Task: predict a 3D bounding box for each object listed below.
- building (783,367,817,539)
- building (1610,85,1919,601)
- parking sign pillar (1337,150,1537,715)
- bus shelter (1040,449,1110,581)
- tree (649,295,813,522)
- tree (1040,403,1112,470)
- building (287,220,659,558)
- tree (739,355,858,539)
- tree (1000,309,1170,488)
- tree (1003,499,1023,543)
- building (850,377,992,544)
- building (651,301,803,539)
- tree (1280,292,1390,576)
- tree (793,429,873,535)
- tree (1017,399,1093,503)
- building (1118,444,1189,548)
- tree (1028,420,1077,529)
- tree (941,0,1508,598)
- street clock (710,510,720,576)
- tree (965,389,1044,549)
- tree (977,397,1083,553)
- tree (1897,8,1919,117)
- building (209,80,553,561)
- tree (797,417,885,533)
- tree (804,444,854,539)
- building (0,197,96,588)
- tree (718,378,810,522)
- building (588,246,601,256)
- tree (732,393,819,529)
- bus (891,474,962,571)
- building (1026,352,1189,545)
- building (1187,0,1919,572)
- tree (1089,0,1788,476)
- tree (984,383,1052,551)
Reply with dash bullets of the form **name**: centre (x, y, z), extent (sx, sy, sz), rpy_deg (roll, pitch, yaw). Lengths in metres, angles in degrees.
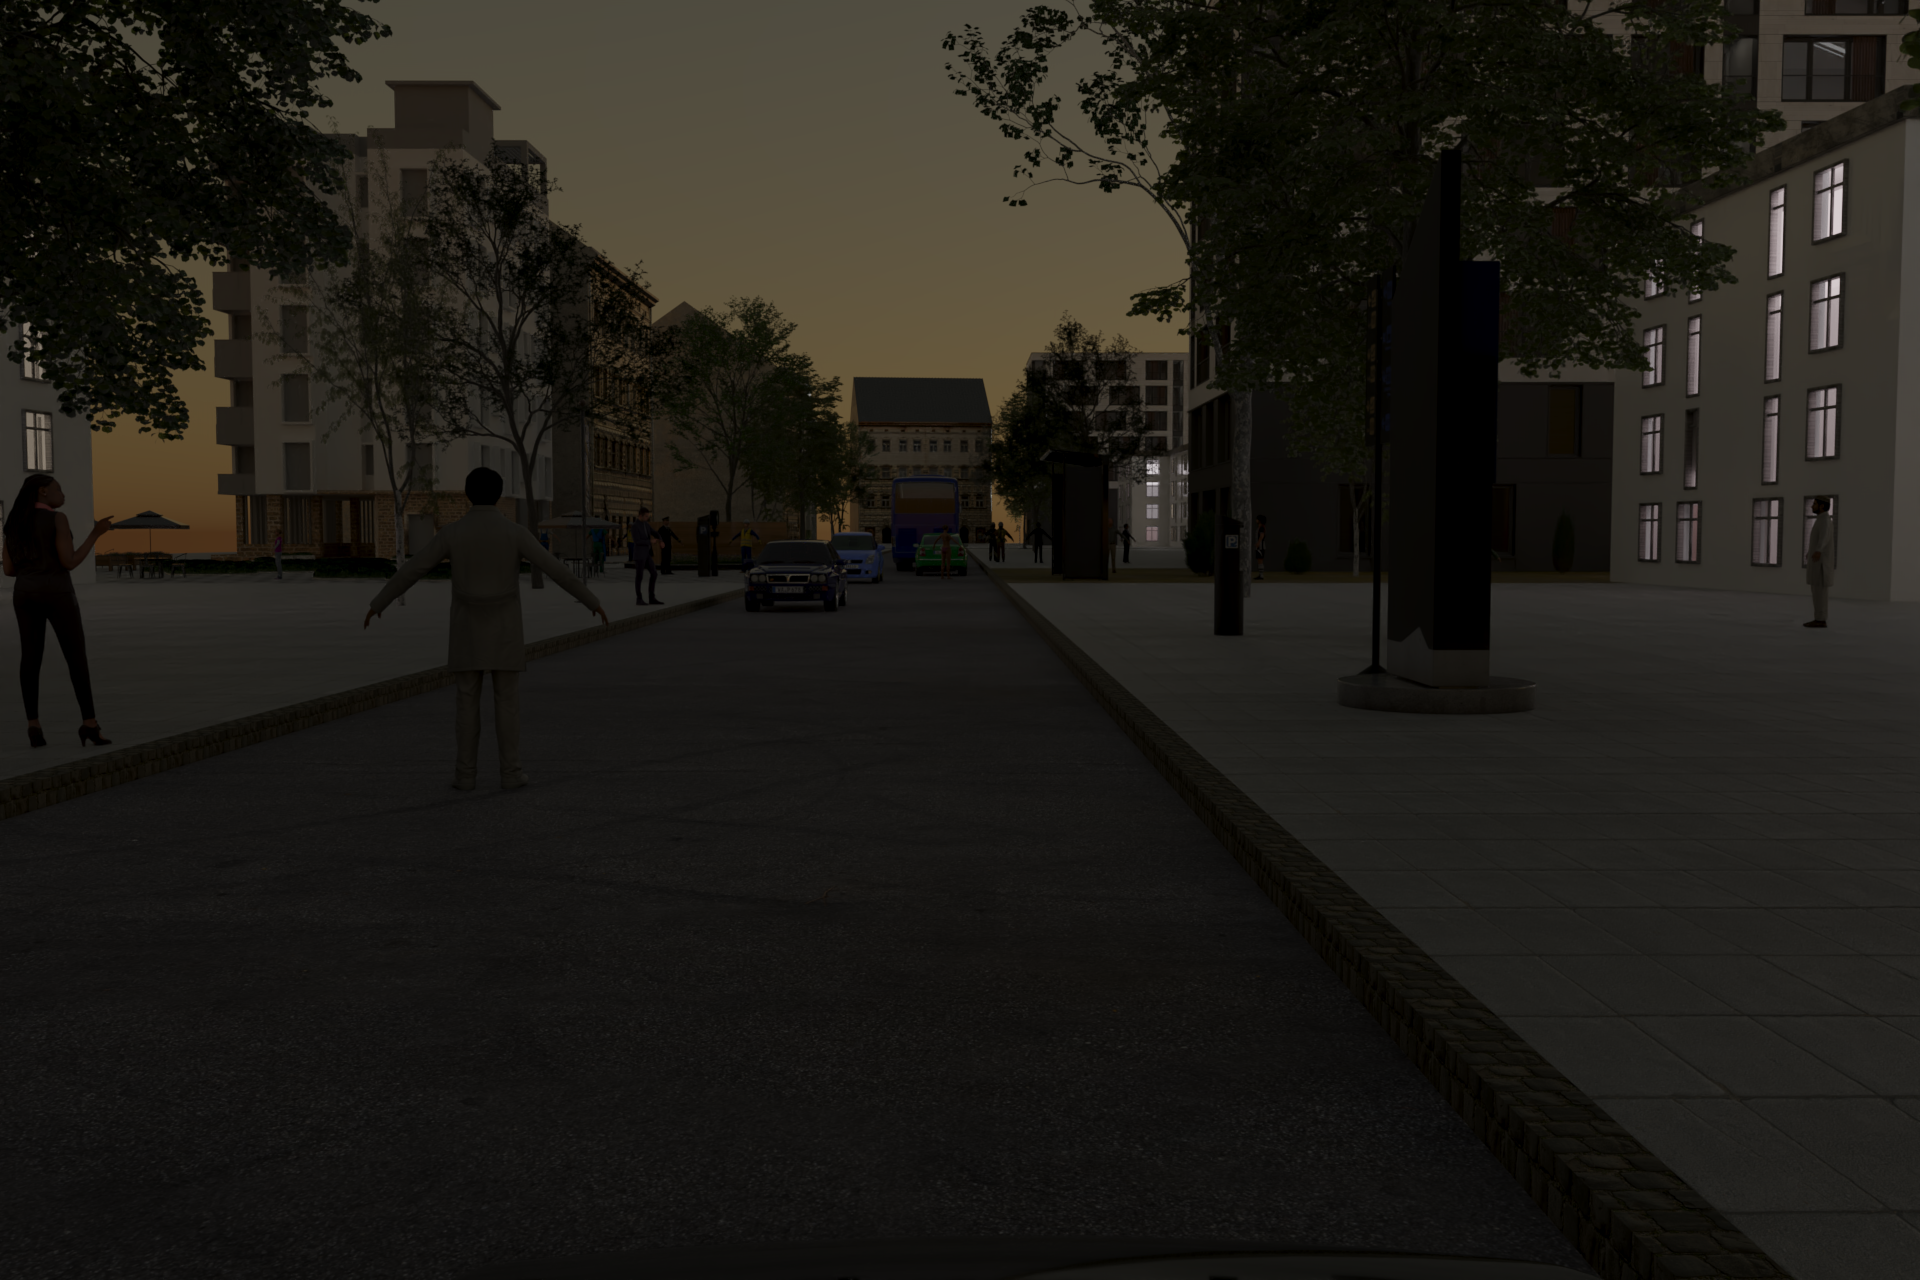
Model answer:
- **building**: centre (-26.251, -20.347, 199.133), extent (16.747, 18.905, 31.486), rpy_deg (0, 4, 0)
- **building**: centre (22.136, -5.540, 32.721), extent (9.099, 9.664, 28.070), rpy_deg (0, 4, -1)
- **parking sign pillar**: centre (3.572, -1.494, 12.901), extent (1.447, 3.967, 1.447), rpy_deg (0, 4, -1)
- **bus shelter**: centre (3.343, -3.637, 50.745), extent (1.731, 3.624, 6.357), rpy_deg (0, 4, 0)
- **tree**: centre (-9.932, -9.119, 74.850), extent (9.928, 11.665, 9.643), rpy_deg (0, 3, 0)
- **tree**: centre (6.189, -8.742, 93.299), extent (4.737, 8.622, 4.395), rpy_deg (0, 3, 0)
- **building**: centre (-29.189, -16.630, 102.833), extent (19.493, 23.208, 18.063), rpy_deg (0, 4, 0)
- **tree**: centre (-10.323, -11.735, 109.986), extent (7.486, 12.596, 7.792), rpy_deg (0, 3, 0)
- **tree**: centre (5.171, -8.448, 72.540), extent (7.601, 10.594, 8.767), rpy_deg (0, 4, 1)
- **tree**: centre (8.056, -17.708, 239.883), extent (4.737, 8.622, 4.395), rpy_deg (0, 3, 0)
- **building**: centre (-5.785, -24.960, 241.483), extent (18.063, 23.208, 19.493), rpy_deg (0, 4, -7)
- **building**: centre (-25.906, -20.914, 172.874), extent (19.493, 23.208, 18.063), rpy_deg (0, 4, 0)
- **tree**: centre (11.857, -6.217, 52.010), extent (4.737, 8.622, 4.395), rpy_deg (0, 3, 0)
- **tree**: centre (-10.548, -12.633, 140.965), extent (7.601, 10.594, 8.767), rpy_deg (1, 4, 22)
- **tree**: centre (5.456, -8.408, 87.827), extent (4.360, 8.622, 3.978), rpy_deg (0, 3, 0)
- **building**: centre (21.679, -14.176, 173.919), extent (9.099, 9.664, 28.070), rpy_deg (0, 4, -1)
- **tree**: centre (5.624, -9.520, 106.007), extent (4.360, 8.622, 3.978), rpy_deg (0, 3, 0)
- **tree**: centre (5.845, -11.015, 35.988), extent (12.611, 20.169, 13.585), rpy_deg (0, 3, 0)
- **street clock**: centre (-7.437, -2.930, 52.482), extent (0.358, 2.002, 0.471), rpy_deg (0, 4, 1)
- **tree**: centre (5.470, -14.470, 146.962), extent (12.009, 13.543, 11.850), rpy_deg (0, 3, 0)
- **tree**: centre (5.025, -11.182, 117.236), extent (8.767, 10.594, 7.601), rpy_deg (1, 4, 16)
- **tree**: centre (6.168, -5.360, 5.770), extent (7.486, 12.596, 7.792), rpy_deg (0, 3, 0)
- **building**: centre (-25.246, -13.291, 73.733), extent (16.016, 20.090, 11.380), rpy_deg (0, 4, -1)
- **tree**: centre (-10.454, -13.794, 151.289), extent (9.928, 11.665, 9.643), rpy_deg (0, 3, 0)
- **tree**: centre (-9.888, -11.146, 132.606), extent (4.737, 8.622, 4.395), rpy_deg (0, 3, 0)
- **building**: centre (-23.422, -5.444, 31.153), extent (9.099, 9.664, 28.070), rpy_deg (0, 4, 1)
- **tree**: centre (-9.487, -8.038, 81.789), extent (4.737, 8.622, 4.395), rpy_deg (0, 3, 0)
- **building**: centre (-29.292, -15.829, 115.222), extent (16.016, 20.090, 11.380), rpy_deg (0, 4, 0)
- **tree**: centre (-10.163, -8.501, 89.358), extent (4.360, 8.622, 3.978), rpy_deg (0, 3, 0)
- **bus**: centre (-1.329, -4.828, 70.483), extent (2.896, 3.916, 12.251), rpy_deg (0, 4, 0)
- **building**: centre (21.886, -22.460, 211.202), extent (27.936, 21.610, 32.646), rpy_deg (0, 4, 0)
- **building**: centre (23.442, -14.095, 74.429), extent (27.936, 21.610, 32.646), rpy_deg (0, 4, 0)
- **tree**: centre (5.372, -6.244, 20.222), extent (7.486, 12.596, 7.792), rpy_deg (0, 3, 0)
- **tree**: centre (5.250, -12.966, 130.125), extent (7.486, 12.596, 7.792), rpy_deg (0, 3, 0)
